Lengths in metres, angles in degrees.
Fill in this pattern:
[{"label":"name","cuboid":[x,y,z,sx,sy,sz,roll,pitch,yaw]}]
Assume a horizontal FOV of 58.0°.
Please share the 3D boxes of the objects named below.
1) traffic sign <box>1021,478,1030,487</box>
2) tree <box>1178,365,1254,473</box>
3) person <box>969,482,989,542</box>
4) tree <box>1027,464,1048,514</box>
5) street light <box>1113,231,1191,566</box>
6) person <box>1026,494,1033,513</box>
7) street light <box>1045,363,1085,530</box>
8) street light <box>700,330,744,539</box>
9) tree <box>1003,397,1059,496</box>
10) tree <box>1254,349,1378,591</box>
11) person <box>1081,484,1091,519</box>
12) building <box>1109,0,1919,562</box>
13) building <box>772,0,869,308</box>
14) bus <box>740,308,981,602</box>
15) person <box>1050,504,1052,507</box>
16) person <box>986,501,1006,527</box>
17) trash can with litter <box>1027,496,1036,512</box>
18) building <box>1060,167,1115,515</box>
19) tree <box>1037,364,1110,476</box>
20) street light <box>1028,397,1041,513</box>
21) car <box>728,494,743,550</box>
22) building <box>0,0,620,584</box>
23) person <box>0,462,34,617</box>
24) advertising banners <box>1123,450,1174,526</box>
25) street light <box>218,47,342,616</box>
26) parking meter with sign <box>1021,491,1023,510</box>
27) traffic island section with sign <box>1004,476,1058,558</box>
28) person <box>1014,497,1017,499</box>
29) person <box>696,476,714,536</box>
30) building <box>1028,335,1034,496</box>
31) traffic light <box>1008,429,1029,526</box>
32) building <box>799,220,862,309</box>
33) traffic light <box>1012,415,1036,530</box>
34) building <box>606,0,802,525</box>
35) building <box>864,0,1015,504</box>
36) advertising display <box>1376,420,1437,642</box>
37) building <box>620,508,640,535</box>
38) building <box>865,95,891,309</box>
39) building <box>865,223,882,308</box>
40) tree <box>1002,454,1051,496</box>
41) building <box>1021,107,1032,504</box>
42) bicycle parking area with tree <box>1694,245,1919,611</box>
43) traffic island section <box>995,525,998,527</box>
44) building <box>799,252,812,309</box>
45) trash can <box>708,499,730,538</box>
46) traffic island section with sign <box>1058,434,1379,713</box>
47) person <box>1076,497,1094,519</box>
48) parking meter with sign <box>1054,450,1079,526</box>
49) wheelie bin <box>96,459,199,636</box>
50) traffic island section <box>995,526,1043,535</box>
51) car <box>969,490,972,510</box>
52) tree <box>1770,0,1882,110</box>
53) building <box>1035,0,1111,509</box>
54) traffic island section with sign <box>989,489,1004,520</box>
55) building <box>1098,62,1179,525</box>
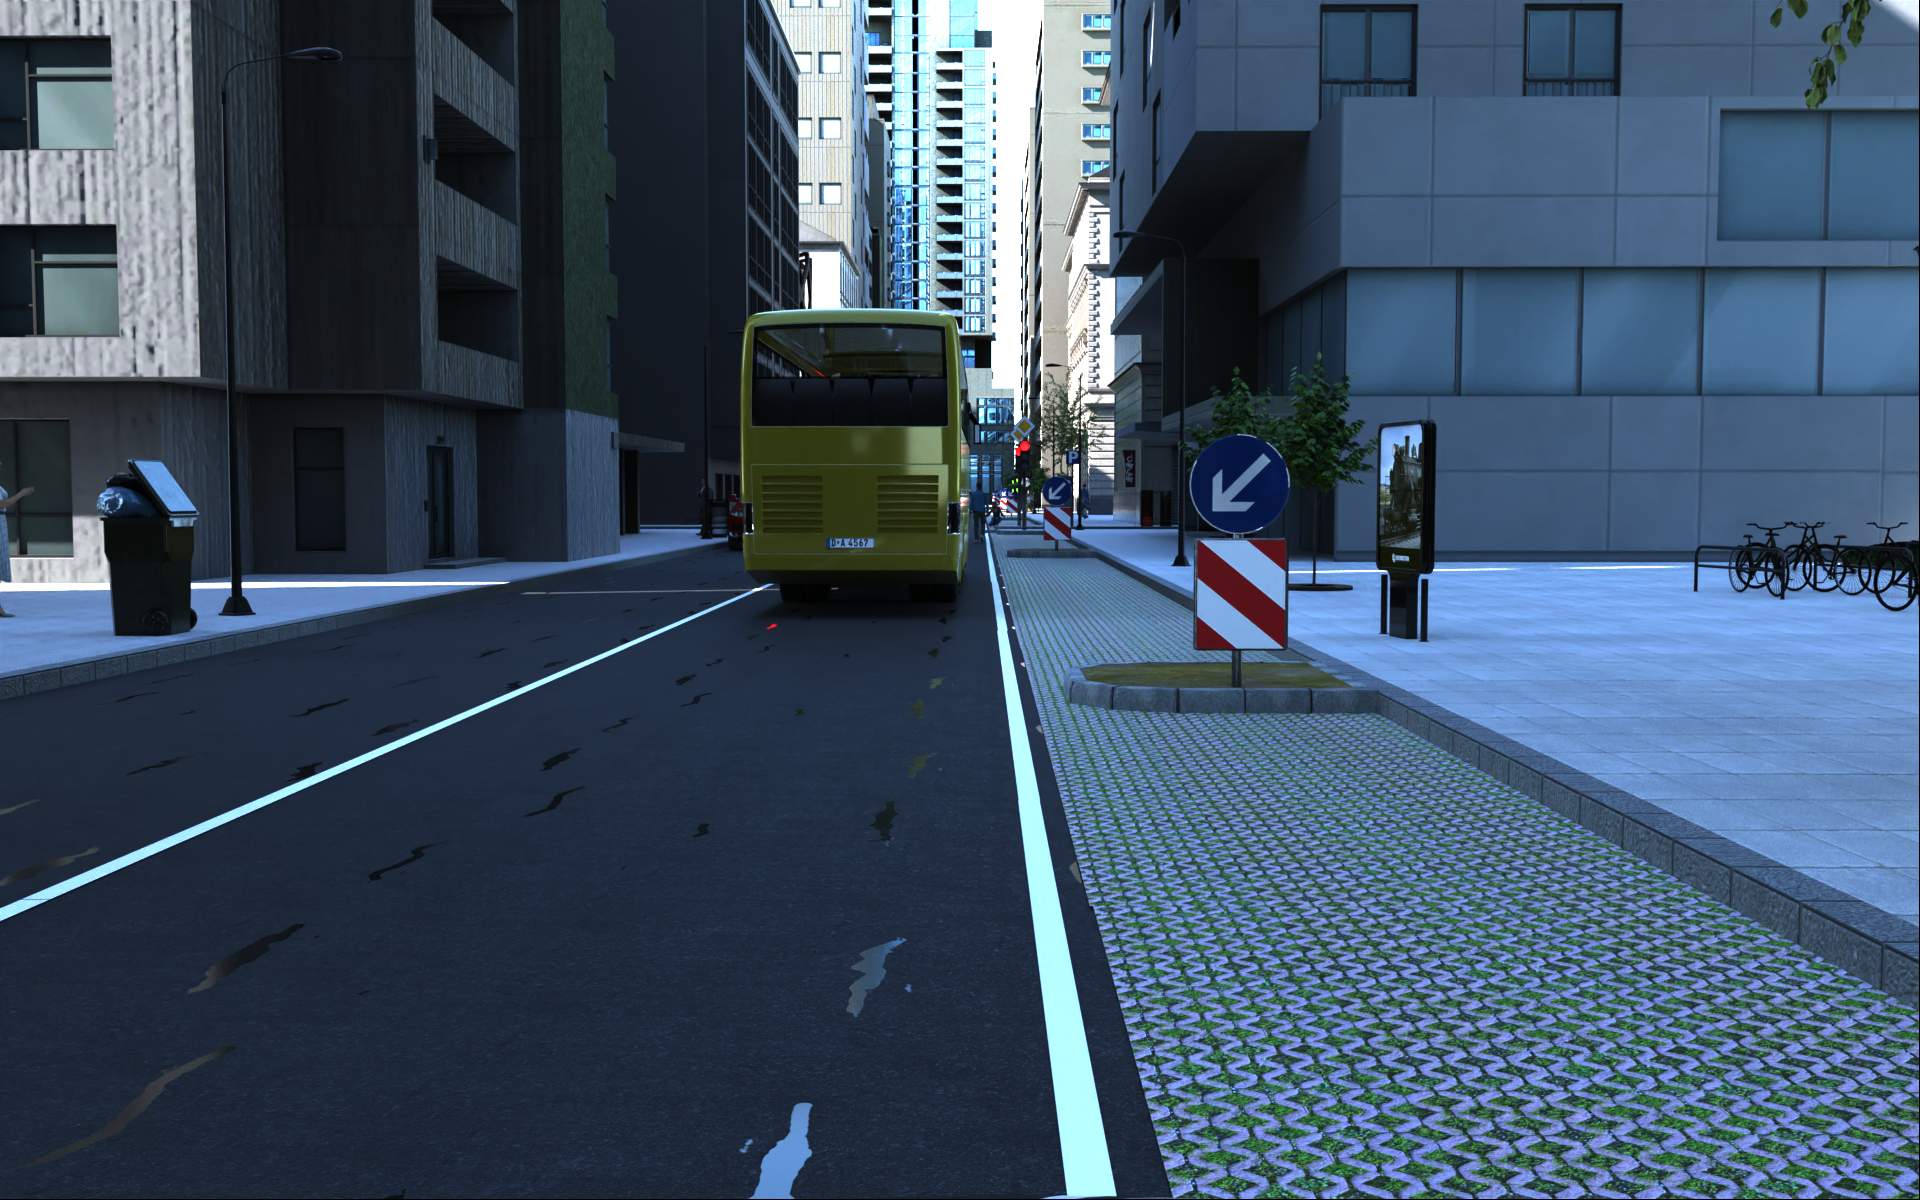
[{"label":"traffic sign","cuboid":[4.975,-8.066,131.992,0.768,2.556,0.104,0,4,3]},{"label":"tree","cuboid":[4.081,-1.931,26.177,1.663,3.219,1.824,0,3,0]},{"label":"person","cuboid":[0.561,-2.590,51.197,0.601,1.785,0.444,0,4,1]},{"label":"tree","cuboid":[5.050,-7.128,111.151,1.663,3.219,1.824,0,3,0]},{"label":"street light","cuboid":[3.400,-3.556,30.688,1.470,5.913,1.316,0,4,1]},{"label":"person","cuboid":[4.696,-6.587,117.992,0.590,1.304,0.306,1,4,11]},{"label":"street light","cuboid":[3.736,-5.454,61.719,1.470,5.913,1.316,0,4,1]},{"label":"street light","cuboid":[-6.681,-4.690,49.220,1.470,5.913,1.316,0,4,1]},{"label":"tree","cuboid":[5.313,-10.951,129.414,4.360,8.622,3.978,0,3,0]},{"label":"tree","cuboid":[4.908,-1.754,23.274,1.663,3.219,1.824,0,3,0]},{"label":"person","cuboid":[6.425,-5.102,89.484,0.581,1.822,0.654,2,4,25]},{"label":"building","cuboid":[18.312,-27.854,44.647,28.713,52.752,27.495,0,4,1]},{"label":"building","cuboid":[-22.378,-34.806,158.324,28.713,52.752,27.495,0,4,1]},{"label":"bus","cuboid":[-1.156,-2.094,25.787,2.896,3.916,12.252,0,4,1]},{"label":"person","cuboid":[6.859,-7.596,130.260,0.654,1.822,0.581,-2,4,-27]},{"label":"person","cuboid":[1.544,-3.649,73.655,1.012,1.151,0.738,2,4,30]},{"label":"trash can with litter","cuboid":[4.986,-6.792,122.439,0.624,1.170,1.055,1,4,12]},{"label":"building","cuboid":[12.775,-17.501,115.014,11.050,23.489,19.941,0,4,1]},{"label":"tree","cuboid":[6.187,-9.090,98.984,4.737,8.622,4.395,0,3,0]},{"label":"street light","cuboid":[3.936,-6.744,82.798,1.470,5.913,1.316,0,4,1]},{"label":"car","cuboid":[-4.909,-2.273,45.839,2.281,1.827,5.304,0,4,-1]},{"label":"building","cuboid":[-14.462,-15.787,29.822,14.160,30.474,14.107,0,4,1]},{"label":"person","cuboid":[-9.992,-0.701,18.067,0.480,1.755,0.524,3,5,41]},{"label":"advertising banners","cuboid":[7.455,-4.433,68.667,2.074,3.025,0.090,0,4,-5]},{"label":"street light","cuboid":[-7.131,-2.792,18.190,1.470,5.913,1.316,0,4,1]},{"label":"parking meter with sign","cuboid":[5.180,-8.991,143.267,0.543,3.016,1.738,0,4,6]},{"label":"traffic island section with sign","cuboid":[2.071,-1.886,39.466,1.989,1.847,2.006,0,4,1]},{"label":"person","cuboid":[5.907,-10.745,181.862,1.348,1.807,0.705,3,5,45]},{"label":"person","cuboid":[-7.757,-2.867,52.875,0.622,1.834,0.822,3,5,42]},{"label":"building","cuboid":[21.460,-20.671,183.014,27.650,21.520,28.899,0,4,1]},{"label":"traffic light","cuboid":[2.370,-4.943,69.733,0.839,4.253,0.868,0,4,1]},{"label":"building","cuboid":[-12.724,-17.043,127.803,9.793,20.994,18.267,0,4,1]},{"label":"traffic light","cuboid":[2.277,-4.454,61.749,0.839,4.253,0.868,0,4,1]},{"label":"building","cuboid":[-15.813,-17.708,83.025,14.314,27.812,24.014,0,4,1]},{"label":"building","cuboid":[-8.051,-56.701,239.734,31.000,86.520,22.319,0,4,1]},{"label":"advertising display","cuboid":[3.961,-0.624,15.424,0.123,1.923,0.974,-1,4,-10]},{"label":"building","cuboid":[-23.895,-23.999,47.014,28.867,44.769,22.147,0,4,1]},{"label":"building","cuboid":[-19.308,-35.715,207.634,21.600,48.544,21.300,0,4,1]},{"label":"building","cuboid":[-15.438,-24.953,179.688,14.160,30.474,14.107,0,4,1]},{"label":"tree","cuboid":[5.363,-9.299,135.745,4.285,4.588,4.351,0,3,0]},{"label":"building","cuboid":[18.586,-35.702,207.426,21.300,48.544,21.600,0,4,1]},{"label":"bicycle parking area with tree","cuboid":[13.681,-2.050,20.516,8.231,4.147,9.016,0,4,3]},{"label":"traffic island section","cuboid":[2.409,-2.909,69.847,2.009,0.180,2.903,0,4,1]},{"label":"building","cuboid":[-17.489,-14.519,104.834,16.820,18.784,16.811,0,4,1]},{"label":"trash can","cuboid":[-7.119,-2.420,51.219,0.748,1.137,0.748,0,3,0]},{"label":"traffic island section with sign","cuboid":[1.747,-0.218,12.196,1.989,1.847,2.006,0,4,1]},{"label":"person","cuboid":[6.187,-4.668,87.869,0.738,1.151,1.012,-3,5,-42]},{"label":"parking meter with sign","cuboid":[4.250,-4.505,69.912,0.543,3.016,1.738,-1,4,-18]},{"label":"wheelie bin","cuboid":[-7.448,-0.487,15.865,0.693,1.594,0.980,0,4,0]},{"label":"traffic island section","cuboid":[2.317,-2.421,61.862,2.009,0.180,2.903,0,4,1]},{"label":"car","cuboid":[0.343,-8.888,153.985,2.281,1.827,5.304,0,4,2]},{"label":"tree","cuboid":[4.067,-3.400,5.959,4.737,8.622,4.395,0,3,0]},{"label":"building","cuboid":[17.694,-32.539,155.717,21.300,48.544,21.600,0,4,1]},{"label":"traffic island section with sign","cuboid":[2.701,-5.249,94.444,1.989,1.847,2.006,0,4,1]},{"label":"building","cuboid":[21.763,-14.968,78.011,30.059,22.955,16.112,0,4,1]}]
